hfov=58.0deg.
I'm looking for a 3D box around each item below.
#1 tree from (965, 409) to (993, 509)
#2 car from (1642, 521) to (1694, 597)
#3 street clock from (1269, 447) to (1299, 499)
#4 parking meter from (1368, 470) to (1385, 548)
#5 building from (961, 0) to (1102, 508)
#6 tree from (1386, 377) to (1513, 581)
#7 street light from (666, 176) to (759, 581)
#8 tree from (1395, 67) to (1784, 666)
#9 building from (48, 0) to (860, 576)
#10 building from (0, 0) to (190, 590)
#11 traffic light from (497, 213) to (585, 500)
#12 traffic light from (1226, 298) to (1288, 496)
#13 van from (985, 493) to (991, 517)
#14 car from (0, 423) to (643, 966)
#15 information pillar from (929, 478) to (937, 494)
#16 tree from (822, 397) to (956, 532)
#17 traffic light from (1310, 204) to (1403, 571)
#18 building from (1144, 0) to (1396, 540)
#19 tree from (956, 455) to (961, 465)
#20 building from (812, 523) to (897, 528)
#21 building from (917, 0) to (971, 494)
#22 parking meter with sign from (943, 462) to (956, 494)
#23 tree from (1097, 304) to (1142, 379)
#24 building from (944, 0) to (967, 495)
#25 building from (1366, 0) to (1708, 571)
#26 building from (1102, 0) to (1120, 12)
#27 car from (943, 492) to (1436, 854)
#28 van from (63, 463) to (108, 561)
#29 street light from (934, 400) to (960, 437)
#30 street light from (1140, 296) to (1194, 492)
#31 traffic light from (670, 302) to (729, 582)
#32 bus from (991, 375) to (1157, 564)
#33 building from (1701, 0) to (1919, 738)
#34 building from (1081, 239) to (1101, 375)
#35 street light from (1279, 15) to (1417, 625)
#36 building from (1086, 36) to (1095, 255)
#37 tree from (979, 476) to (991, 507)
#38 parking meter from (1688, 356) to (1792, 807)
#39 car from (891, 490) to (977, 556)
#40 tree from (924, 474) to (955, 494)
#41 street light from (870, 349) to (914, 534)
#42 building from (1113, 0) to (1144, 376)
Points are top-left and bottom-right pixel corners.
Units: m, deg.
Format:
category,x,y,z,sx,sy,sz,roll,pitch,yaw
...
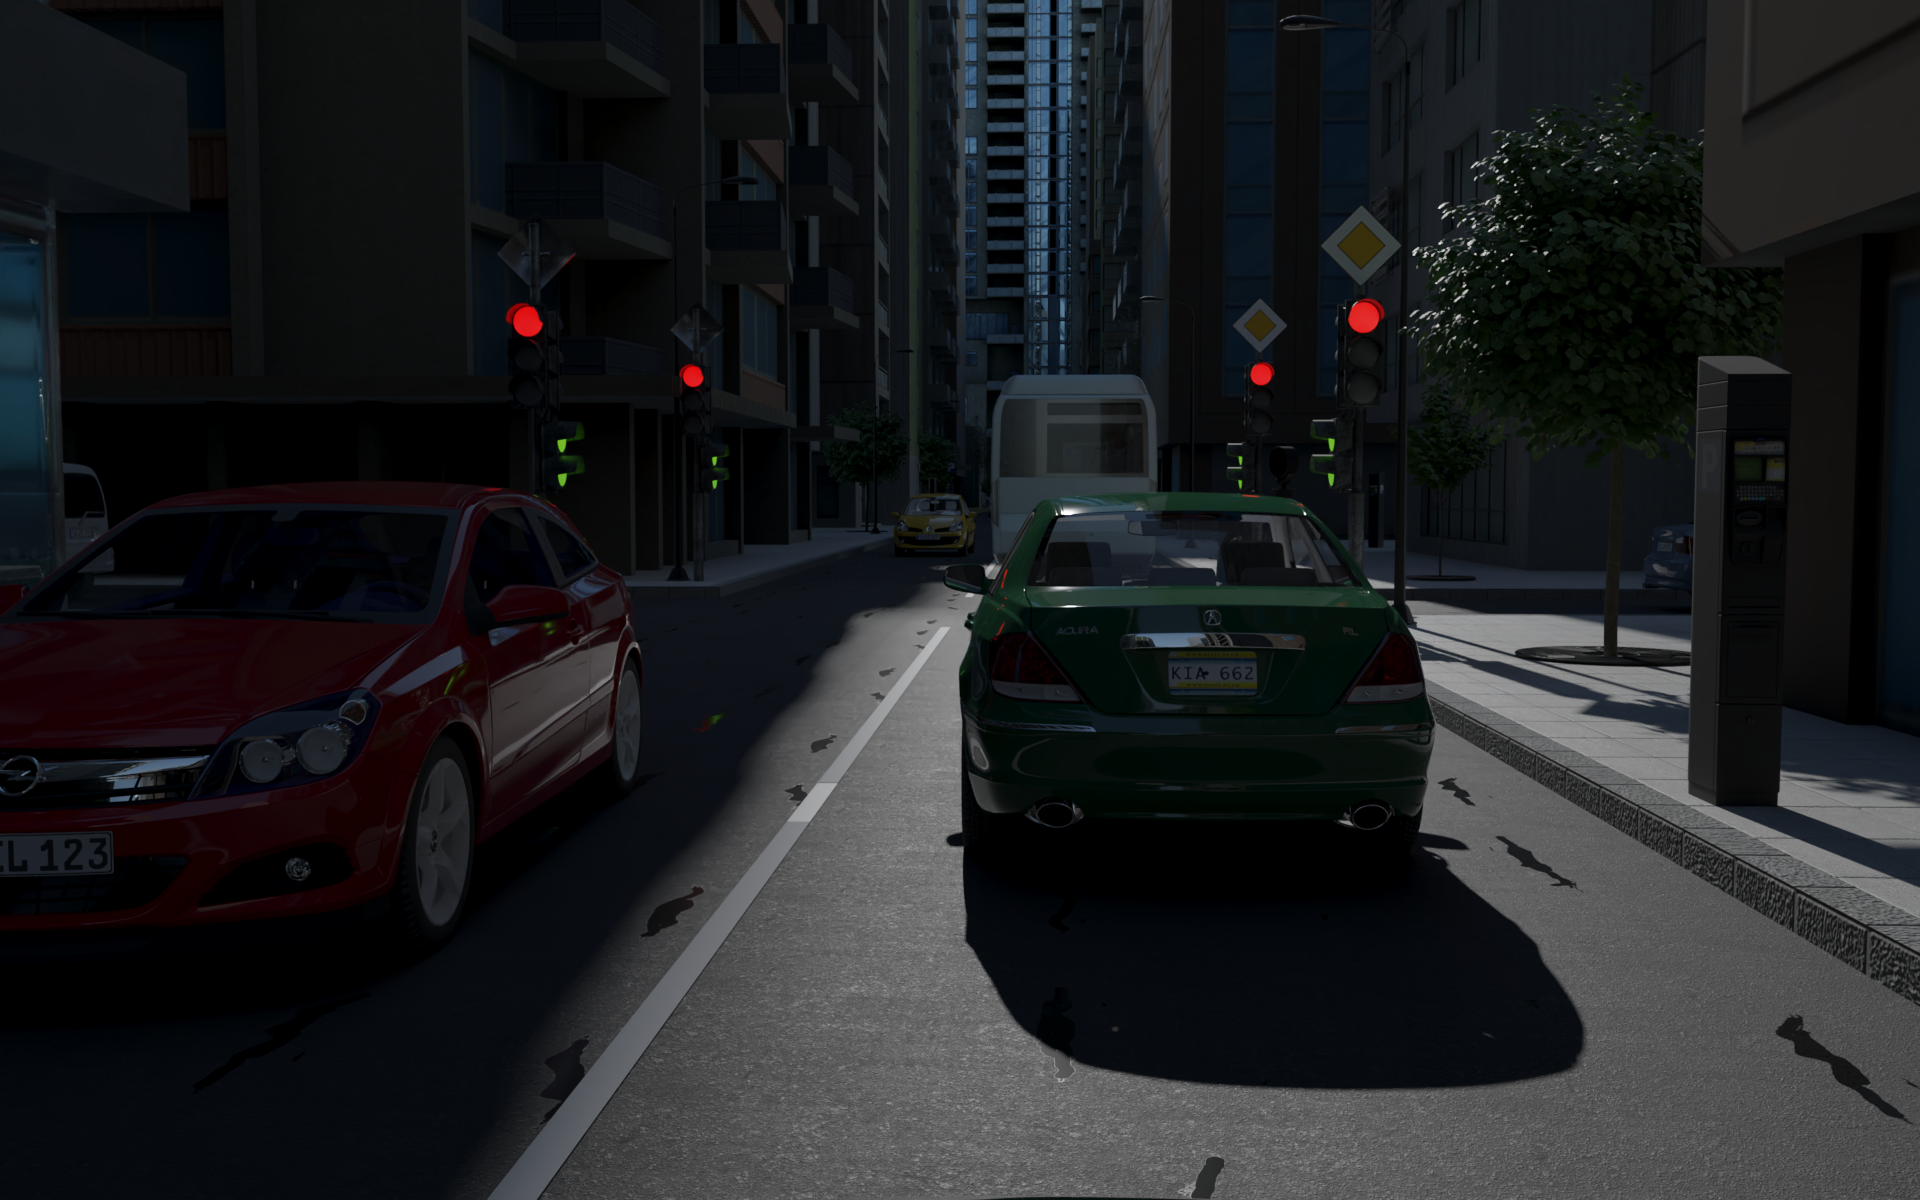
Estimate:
category,x,y,z,sx,sy,sz,roll,pitch,yaw
tree,2.067,-12.286,151.235,4.360,8.622,3.978,0,3,0
car,10.747,-0.555,21.072,4.499,1.417,2.014,0,4,4
street clock,4.940,-1.339,26.460,0.358,2.002,0.471,-2,4,-25
parking meter,9.950,-2.183,41.402,0.255,1.863,0.399,3,4,37
building,8.262,-53.825,192.715,31.000,86.520,22.319,0,4,3
tree,7.128,-1.918,25.962,1.663,3.219,1.824,0,3,0
street light,-3.632,-3.237,25.460,1.470,5.913,1.316,0,4,3
tree,5.114,-1.814,13.372,4.285,4.588,4.351,0,3,0
building,-14.124,-23.493,38.742,22.147,44.769,28.867,0,4,3
building,-20.683,-23.521,4.174,30.456,49.044,23.786,0,4,3
traffic light,-4.223,-1.740,17.365,0.839,4.253,0.868,0,4,3
traffic light,4.278,-2.204,24.951,0.839,4.253,0.868,0,4,3
van,2.636,-6.302,110.044,2.013,2.044,4.112,0,4,2
car,-2.474,0.140,6.758,2.155,1.783,4.494,0,4,1
information pillar,-1.227,-4.519,78.385,0.304,2.012,0.304,1,4,11
tree,-3.214,-4.593,58.817,4.285,4.588,4.351,0,3,0
traffic light,3.878,-1.716,16.976,0.839,4.253,0.868,0,4,3
building,13.039,-24.682,53.668,14.600,45.320,14.200,0,4,3
tree,-1.676,-5.978,81.450,4.285,4.588,4.351,0,3,0
building,-9.143,-23.515,68.059,14.154,41.232,14.086,0,4,3
building,-11.477,-30.351,115.851,23.786,49.044,30.456,0,4,3
parking meter with sign,-0.724,-6.101,96.010,0.543,3.016,1.738,-1,4,-15
tree,7.176,-7.084,66.184,4.360,8.622,3.978,0,3,0
building,-6.788,-29.890,138.805,14.600,45.320,14.200,0,4,3
building,15.643,-21.227,30.648,14.086,41.232,14.154,0,4,3
building,15.915,-26.063,109.719,14.154,41.232,14.086,0,4,3
car,0.956,0.211,8.346,2.131,1.459,4.920,0,4,2
van,-13.537,-0.977,22.983,4.112,2.044,2.013,0,4,5
street light,-0.723,-6.902,85.390,1.470,5.913,1.316,0,4,3
street light,4.918,-4.175,40.805,1.470,5.913,1.316,0,4,3
traffic light,-3.823,-2.227,25.340,0.839,4.253,0.868,0,4,3
bus,2.150,-2.354,33.350,2.948,3.499,13.247,0,4,3
building,11.184,-21.536,2.228,14.600,45.320,14.200,0,4,3
building,23.281,-17.523,131.533,27.650,21.520,28.899,0,4,3
street light,3.800,-2.717,16.967,1.470,5.913,1.316,0,4,3
building,19.209,-31.628,167.224,14.600,45.320,14.200,0,4,3
tree,3.218,-10.950,173.638,1.663,3.219,1.824,0,3,0
parking meter,3.235,-0.091,7.195,0.255,1.863,0.399,0,4,2
car,-0.574,-1.889,41.102,2.015,1.641,3.980,0,4,4
tree,-1.113,-5.839,90.072,1.663,3.219,1.824,0,3,0
street light,-2.183,-5.078,55.563,1.470,5.913,1.316,0,4,3
building,18.898,-28.377,83.571,23.786,49.044,30.456,0,4,3
